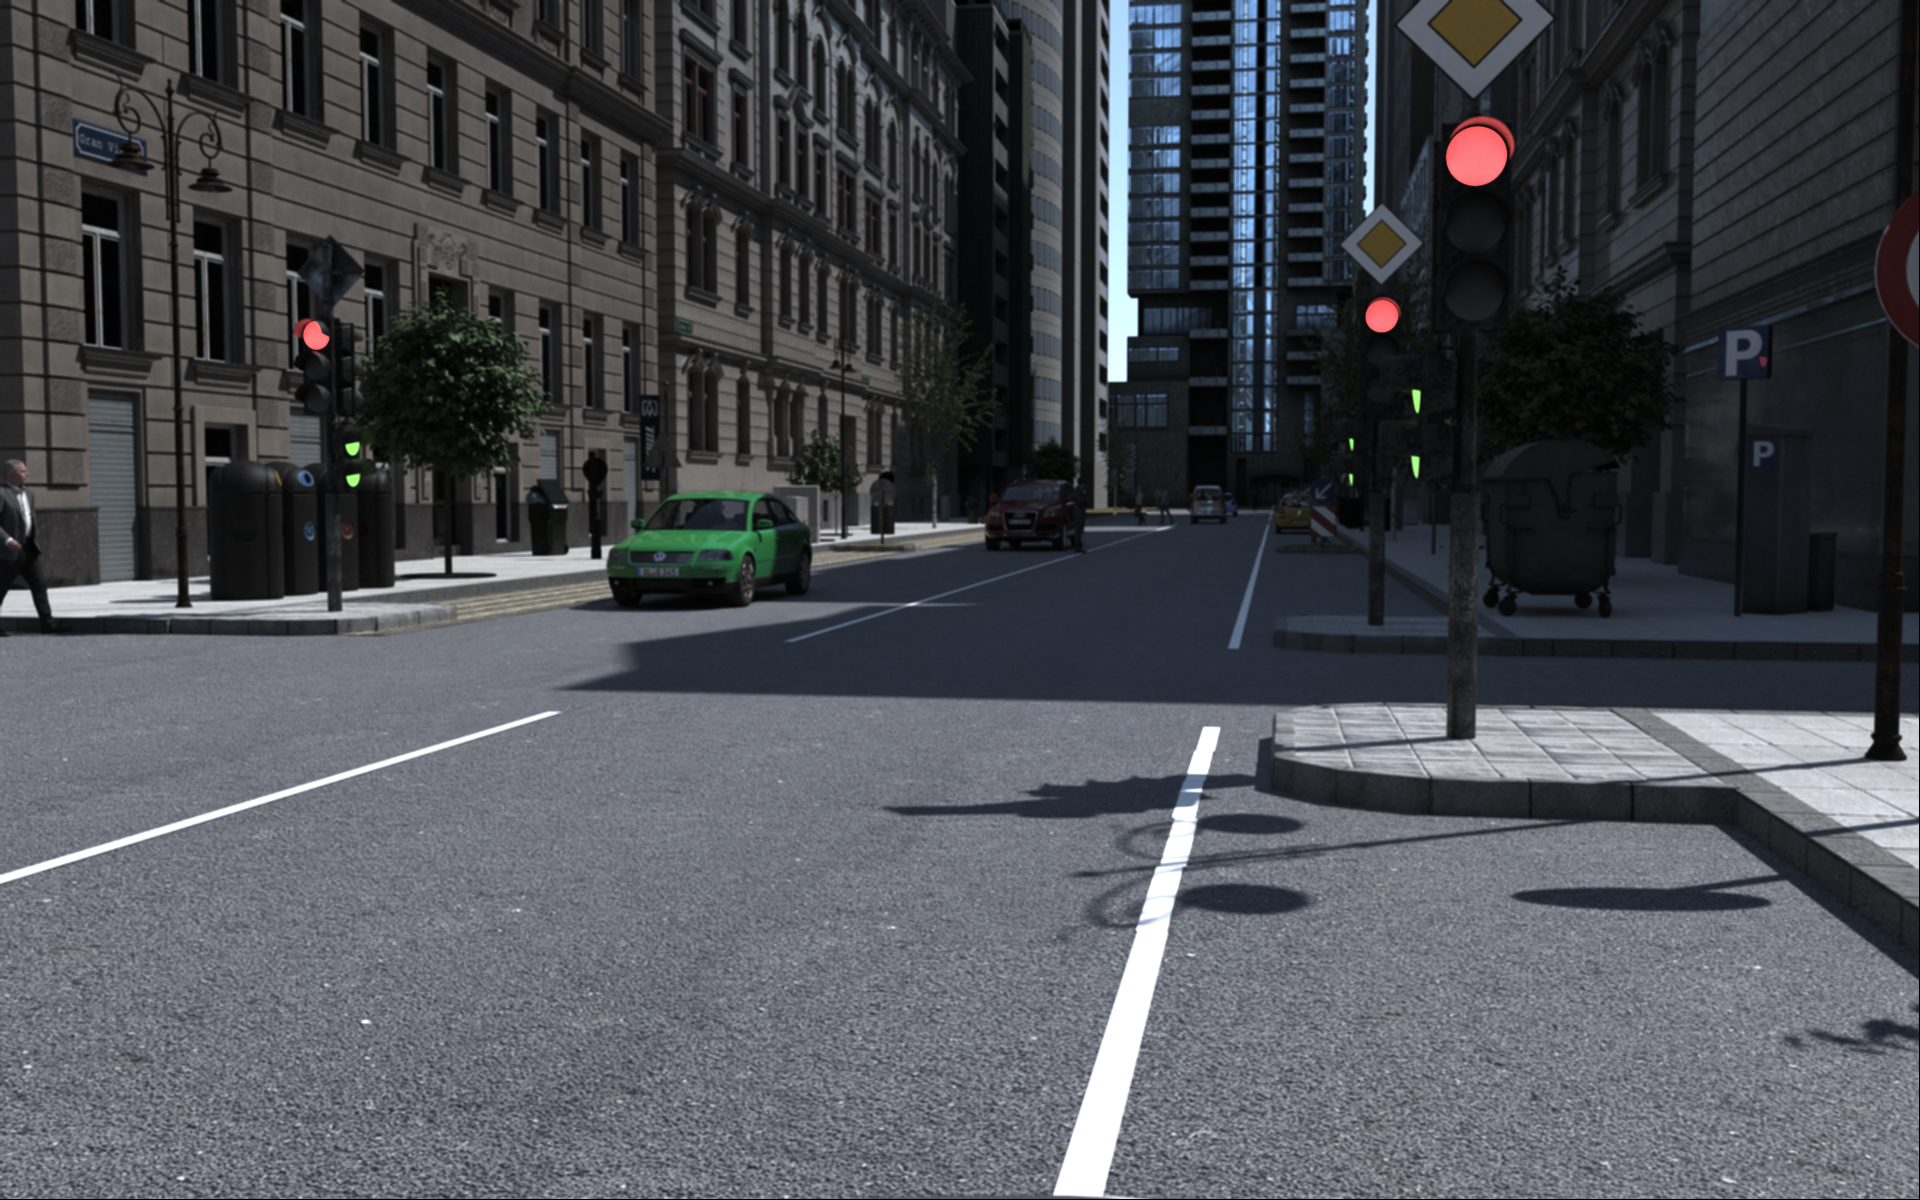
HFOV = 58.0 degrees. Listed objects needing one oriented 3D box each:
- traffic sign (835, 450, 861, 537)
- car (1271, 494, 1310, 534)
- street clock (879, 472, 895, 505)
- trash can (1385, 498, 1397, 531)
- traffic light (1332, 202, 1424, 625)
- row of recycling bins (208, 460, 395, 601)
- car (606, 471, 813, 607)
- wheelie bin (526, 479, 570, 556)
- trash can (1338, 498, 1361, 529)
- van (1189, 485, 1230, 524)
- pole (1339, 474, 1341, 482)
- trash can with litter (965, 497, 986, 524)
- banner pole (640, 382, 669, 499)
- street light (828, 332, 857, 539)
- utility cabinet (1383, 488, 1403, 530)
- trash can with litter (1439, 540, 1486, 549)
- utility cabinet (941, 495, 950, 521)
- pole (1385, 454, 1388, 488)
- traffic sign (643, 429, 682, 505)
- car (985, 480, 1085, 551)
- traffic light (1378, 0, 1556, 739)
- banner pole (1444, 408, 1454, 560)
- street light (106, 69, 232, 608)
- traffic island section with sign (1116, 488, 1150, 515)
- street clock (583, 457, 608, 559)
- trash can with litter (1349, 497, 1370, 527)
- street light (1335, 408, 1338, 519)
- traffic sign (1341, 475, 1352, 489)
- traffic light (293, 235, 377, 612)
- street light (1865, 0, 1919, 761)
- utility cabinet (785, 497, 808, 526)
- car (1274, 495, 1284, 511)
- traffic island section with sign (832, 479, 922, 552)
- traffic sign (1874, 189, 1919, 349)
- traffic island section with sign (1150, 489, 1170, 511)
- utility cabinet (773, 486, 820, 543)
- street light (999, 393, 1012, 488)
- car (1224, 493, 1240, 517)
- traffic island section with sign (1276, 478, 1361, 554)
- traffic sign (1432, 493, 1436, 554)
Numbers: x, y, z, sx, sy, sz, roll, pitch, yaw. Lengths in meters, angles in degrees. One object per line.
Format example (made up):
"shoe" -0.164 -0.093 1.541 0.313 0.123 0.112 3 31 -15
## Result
"traffic sign" -3.359 -3.139 51.330 0.884 2.594 0.081 1 4 14
"car" 12.487 -3.276 63.782 2.015 1.641 3.980 1 4 11
"street clock" -2.359 -3.130 55.753 0.471 2.002 0.358 -2 4 -29
"trash can" 14.727 -2.956 59.976 0.748 1.137 0.748 0 3 0
"traffic light" 4.059 -1.709 16.868 0.839 4.253 0.868 1 4 10
"row of recycling bins" -8.518 -0.940 22.476 1.069 1.692 3.534 1 4 11
"car" -3.309 -0.901 23.531 1.959 1.807 4.718 1 4 10
"wheelie bin" -8.658 -1.735 36.273 0.693 1.594 0.980 2 4 25
"trash can" 14.635 -3.230 64.462 0.748 1.137 0.748 0 3 0
"van" 12.206 -4.763 84.884 2.013 2.044 4.112 1 4 10
"pole" 19.897 -5.904 90.379 0.158 3.312 0.155 0 3 0
"trash can with litter" 0.777 -3.875 74.751 1.055 1.170 0.624 -1 4 -10
"banner pole" -6.745 -2.970 38.577 0.863 3.779 0.401 -2 4 -32
"street light" -3.340 -4.690 49.477 0.468 5.910 1.993 1 4 10
"utility cabinet" 15.294 -3.235 61.575 1.173 1.500 0.318 -3 5 -44
"trash can with litter" 12.261 -1.839 41.120 1.678 1.210 2.233 1 4 16
"utility cabinet" -0.700 -4.320 81.790 0.306 1.237 1.020 1 4 8
"pole" 20.798 -5.545 84.510 0.158 3.312 0.155 0 3 0
"traffic sign" -5.983 -2.125 34.754 0.884 2.594 0.081 1 4 20
"car" 2.028 -2.260 45.621 2.281 1.827 5.304 1 4 12
"traffic light" 2.622 -1.229 9.013 0.839 4.253 0.868 1 4 10
"banner pole" 9.615 -2.679 33.818 0.401 3.779 0.863 -2 4 -34
"street light" -8.795 -2.854 19.444 0.468 5.910 1.993 1 4 10
"traffic island section with sign" 11.842 -6.770 119.320 1.989 1.847 2.006 1 4 10
"street clock" -7.223 -1.821 34.338 0.471 2.002 0.358 -1 4 -18
"trash can with litter" 15.782 -3.489 68.440 1.055 1.170 0.624 1 4 14
"street light" 19.400 -7.124 89.272 0.468 5.910 1.993 1 4 10
"traffic sign" 20.027 -5.353 89.653 0.606 2.300 0.079 1 4 11
"traffic light" -6.825 -1.830 18.836 0.839 4.253 0.868 1 4 10
"street light" 4.493 -2.167 8.226 0.468 5.910 1.993 1 4 10
"utility cabinet" -4.073 -1.970 43.365 0.306 1.237 1.020 1 4 12
"car" 27.762 -8.269 147.775 1.945 1.354 3.894 1 4 9
"traffic island section with sign" -2.015 -2.138 43.586 1.989 1.847 2.006 1 4 10
"traffic sign" 3.990 -0.411 6.820 0.768 2.556 0.104 1 4 18
"traffic island section with sign" 16.689 -8.392 145.838 1.989 1.847 2.006 1 4 10
"utility cabinet" -4.236 -2.214 44.874 1.173 1.500 0.318 1 4 8
"street light" 2.107 -6.500 79.068 0.468 5.910 1.993 1 4 10
"car" 17.039 -6.248 111.749 1.945 1.707 3.694 1 4 11
"traffic island section with sign" 8.761 -2.067 42.418 1.989 1.847 2.006 1 4 10
"traffic sign" 10.110 -2.250 36.901 0.768 2.556 0.104 1 4 11
